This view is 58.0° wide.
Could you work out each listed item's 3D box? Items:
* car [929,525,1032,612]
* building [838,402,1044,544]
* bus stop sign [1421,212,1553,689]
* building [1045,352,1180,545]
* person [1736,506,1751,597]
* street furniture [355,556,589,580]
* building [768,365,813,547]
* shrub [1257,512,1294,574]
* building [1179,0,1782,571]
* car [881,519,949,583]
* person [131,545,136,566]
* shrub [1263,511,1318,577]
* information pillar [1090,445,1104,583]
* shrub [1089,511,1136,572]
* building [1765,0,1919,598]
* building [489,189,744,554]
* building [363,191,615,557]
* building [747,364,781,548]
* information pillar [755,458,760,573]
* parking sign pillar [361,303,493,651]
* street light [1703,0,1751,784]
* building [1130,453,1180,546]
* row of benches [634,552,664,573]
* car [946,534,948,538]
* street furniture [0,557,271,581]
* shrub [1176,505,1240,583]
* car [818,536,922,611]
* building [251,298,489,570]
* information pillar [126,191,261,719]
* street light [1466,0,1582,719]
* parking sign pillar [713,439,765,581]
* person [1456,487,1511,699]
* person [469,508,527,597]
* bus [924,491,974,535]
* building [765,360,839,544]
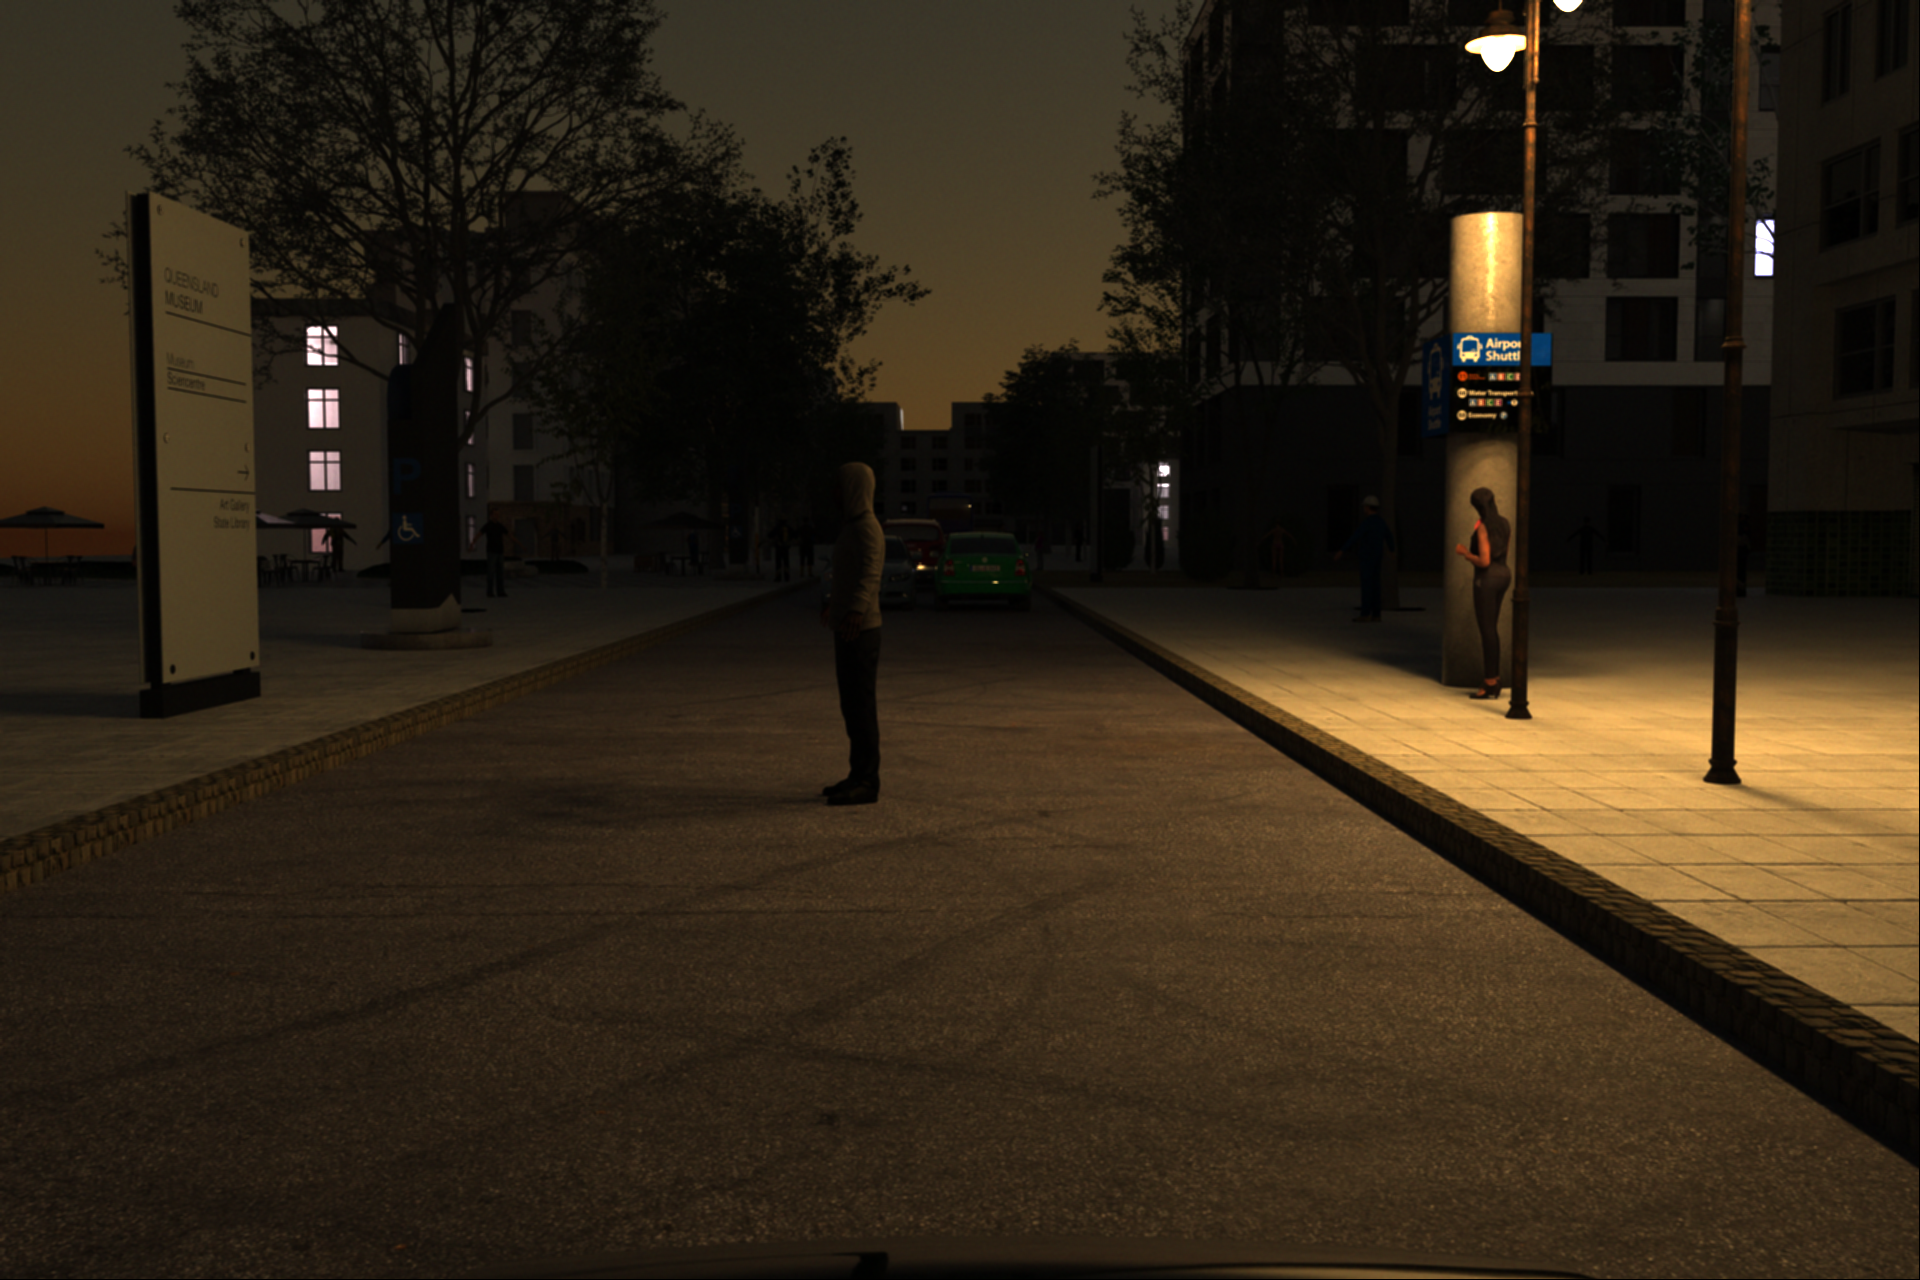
[{"bbox_3d":[0.387,-1.506,33.414,1.959,1.807,4.718,0,4,-2],"label":"car"},{"bbox_3d":[-0.952,-22.603,238.479,31.486,18.905,16.747,0,4,1],"label":"building"},{"bbox_3d":[4.402,-1.562,14.552,0.837,3.901,0.837,0,4,-1],"label":"bus stop sign"},{"bbox_3d":[24.119,-22.459,211.178,27.936,21.610,32.646,0,4,-1],"label":"building"},{"bbox_3d":[15.913,-1.804,35.358,0.704,1.845,1.351,1,4,19],"label":"person"},{"bbox_3d":[-14.898,-2.324,53.631,5.734,0.657,10.072,0,4,3],"label":"street furniture"},{"bbox_3d":[-26.224,-21.742,186.412,19.493,23.208,18.063,0,4,0],"label":"building"},{"bbox_3d":[10.309,-3.143,55.805,1.690,2.028,1.600,0,3,0],"label":"shrub"},{"bbox_3d":[23.238,-14.173,75.703,27.936,21.610,32.646,0,4,0],"label":"building"},{"bbox_3d":[-1.244,-2.185,44.396,2.281,1.827,5.304,0,4,-1],"label":"car"},{"bbox_3d":[-13.626,-1.408,29.614,0.990,1.755,0.434,-2,4,-23],"label":"person"},{"bbox_3d":[9.859,-2.892,51.710,1.690,2.028,1.600,0,3,0],"label":"shrub"},{"bbox_3d":[3.658,-3.368,46.385,0.184,3.620,1.656,0,4,-2],"label":"information pillar"},{"bbox_3d":[5.231,-3.390,59.461,1.661,2.075,1.752,0,3,0],"label":"shrub"},{"bbox_3d":[25.688,-9.429,20.625,16.747,18.905,31.486,0,4,-1],"label":"building"},{"bbox_3d":[-25.372,-17.671,119.850,19.493,23.208,18.063,0,4,0],"label":"building"},{"bbox_3d":[-26.729,-14.704,96.832,16.016,20.090,11.380,0,4,-1],"label":"building"},{"bbox_3d":[-27.251,-20.451,165.308,19.493,23.208,18.063,0,4,-1],"label":"building"},{"bbox_3d":[-6.185,-3.762,52.869,0.183,3.616,0.504,0,4,-1],"label":"information pillar"},{"bbox_3d":[-6.079,-1.908,19.660,1.447,3.967,1.447,0,4,0],"label":"parking sign pillar"},{"bbox_3d":[3.943,-2.201,8.780,0.468,5.910,1.993,0,4,-1],"label":"street light"},{"bbox_3d":[23.430,-14.526,179.654,9.099,9.664,28.070,0,4,0],"label":"building"},{"bbox_3d":[-10.618,-2.682,59.315,1.422,0.672,4.104,0,4,-4],"label":"row of benches"},{"bbox_3d":[-1.338,-2.595,51.098,2.281,1.827,5.304,0,4,0],"label":"car"},{"bbox_3d":[-25.296,-2.159,50.927,10.072,0.657,5.734,1,4,23],"label":"street furniture"},{"bbox_3d":[6.581,-2.571,46.084,1.661,2.075,1.752,0,3,0],"label":"shrub"},{"bbox_3d":[-1.740,-1.338,33.884,2.014,1.417,4.499,0,4,-1],"label":"car"},{"bbox_3d":[-25.158,-8.177,75.838,9.099,9.664,28.070,0,3,0],"label":"building"},{"bbox_3d":[-5.610,-1.311,12.745,0.184,3.620,1.656,0,4,0],"label":"information pillar"},{"bbox_3d":[3.894,-2.392,11.897,0.468,5.910,1.993,0,4,0],"label":"street light"},{"bbox_3d":[-6.181,-3.662,48.347,1.447,3.967,1.447,0,4,-1],"label":"parking sign pillar"},{"bbox_3d":[4.091,-0.370,13.561,0.415,1.643,0.593,0,4,2],"label":"person"},{"bbox_3d":[-9.459,-1.779,35.309,0.705,1.803,1.348,3,5,42],"label":"person"},{"bbox_3d":[-0.635,-6.540,98.473,2.896,3.916,12.251,0,4,-1],"label":"bus"},{"bbox_3d":[-29.846,-22.547,212.620,27.936,21.610,32.646,0,4,0],"label":"building"}]
